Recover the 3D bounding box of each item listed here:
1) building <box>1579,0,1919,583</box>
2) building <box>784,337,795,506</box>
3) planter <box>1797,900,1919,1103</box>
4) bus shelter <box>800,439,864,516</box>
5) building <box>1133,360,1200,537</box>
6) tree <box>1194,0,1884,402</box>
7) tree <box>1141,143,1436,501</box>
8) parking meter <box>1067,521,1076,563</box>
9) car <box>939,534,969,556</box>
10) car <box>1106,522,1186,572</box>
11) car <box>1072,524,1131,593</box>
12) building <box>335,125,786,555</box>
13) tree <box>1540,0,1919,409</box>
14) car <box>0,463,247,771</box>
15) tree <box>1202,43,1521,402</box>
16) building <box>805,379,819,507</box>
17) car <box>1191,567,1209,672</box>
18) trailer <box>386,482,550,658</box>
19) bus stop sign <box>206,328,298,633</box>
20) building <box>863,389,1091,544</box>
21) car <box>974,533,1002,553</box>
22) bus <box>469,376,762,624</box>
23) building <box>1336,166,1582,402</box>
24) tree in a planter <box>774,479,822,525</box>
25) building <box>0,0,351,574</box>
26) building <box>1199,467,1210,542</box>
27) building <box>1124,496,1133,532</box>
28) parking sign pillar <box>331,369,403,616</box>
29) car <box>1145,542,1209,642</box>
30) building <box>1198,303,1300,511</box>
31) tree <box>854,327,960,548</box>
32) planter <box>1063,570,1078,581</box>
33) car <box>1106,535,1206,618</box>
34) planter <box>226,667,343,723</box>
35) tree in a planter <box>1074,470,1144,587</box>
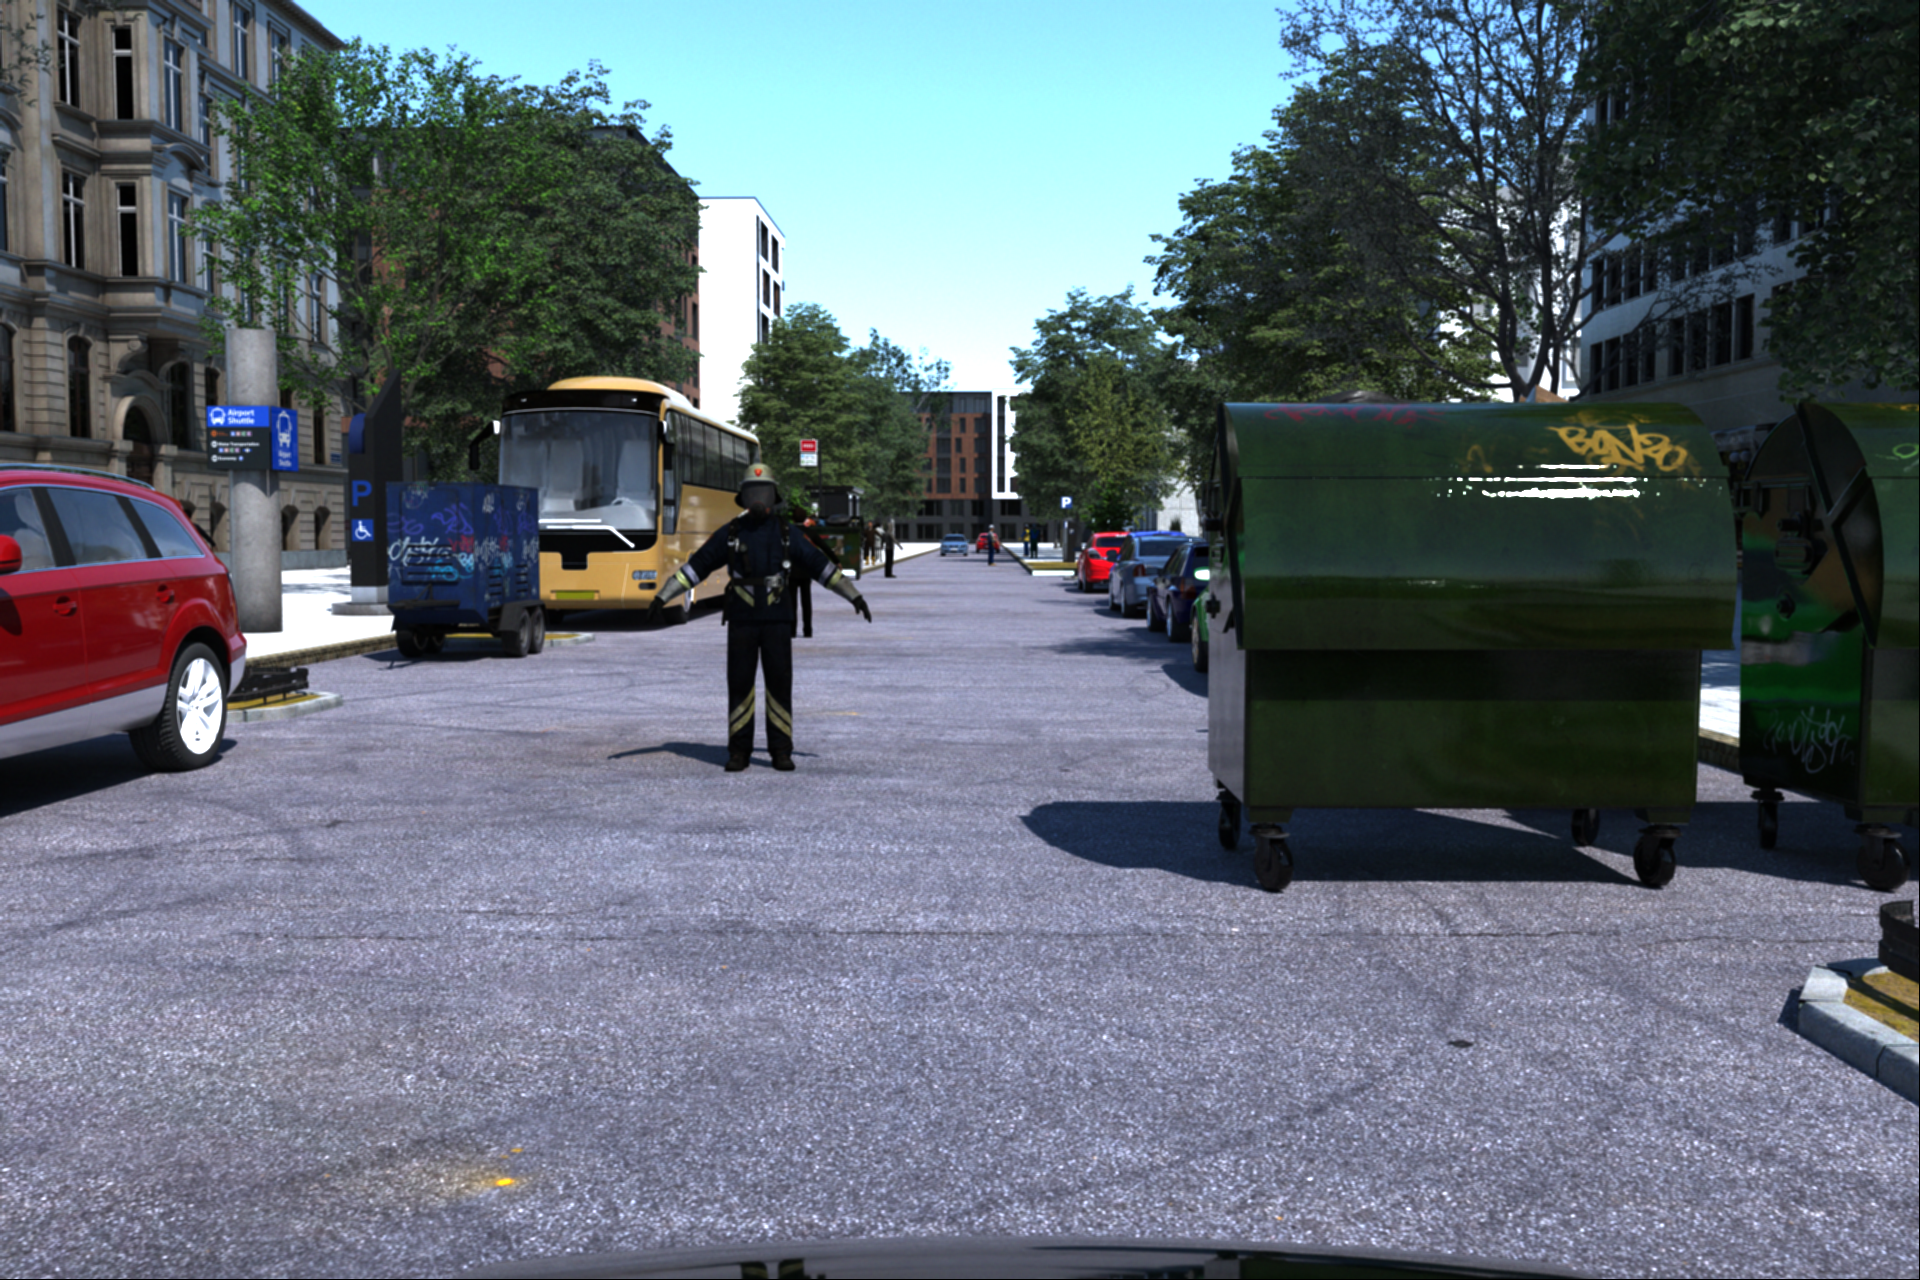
[{"bbox_3d":[29.749,-14.458,38.553,24.374,26.755,37.873,0,4,1],"label":"building"},{"bbox_3d":[-22.451,-18.613,135.244,19.493,23.208,18.063,0,4,2],"label":"building"},{"bbox_3d":[3.408,1.012,4.598,1.991,0.319,1.994,0,3,0],"label":"planter"},{"bbox_3d":[-5.617,-6.012,75.929,2.179,5.291,8.768,0,4,1],"label":"bus shelter"},{"bbox_3d":[28.071,-19.464,184.695,16.747,18.905,31.486,0,4,1],"label":"building"},{"bbox_3d":[9.433,-7.219,28.405,12.009,13.543,11.850,0,3,0],"label":"tree"},{"bbox_3d":[10.427,-9.095,55.356,9.857,13.997,8.962,0,3,0],"label":"tree"},{"bbox_3d":[4.995,-4.382,77.360,0.399,1.863,0.255,0,4,1],"label":"parking meter"},{"bbox_3d":[-0.359,-6.228,113.831,2.014,1.417,4.499,0,4,1],"label":"car"},{"bbox_3d":[3.976,-1.577,35.376,1.945,1.707,3.694,0,4,1],"label":"car"},{"bbox_3d":[3.912,-2.104,43.445,2.155,1.783,4.494,0,4,1],"label":"car"},{"bbox_3d":[-26.370,-15.871,103.472,27.936,21.610,32.646,0,4,2],"label":"building"},{"bbox_3d":[9.314,-6.584,14.297,9.857,13.997,8.962,0,3,0],"label":"tree"},{"bbox_3d":[-5.656,-0.023,9.054,2.281,1.827,5.304,0,4,1],"label":"car"},{"bbox_3d":[9.229,-7.524,41.142,7.486,12.596,7.792,0,3,0],"label":"tree"},{"bbox_3d":[-24.550,-20.071,194.623,16.747,18.905,31.486,0,4,1],"label":"building"},{"bbox_3d":[3.290,-0.477,16.597,1.959,1.807,4.718,0,4,1],"label":"car"},{"bbox_3d":[-5.771,-0.773,19.688,1.471,1.999,3.904,0,4,1],"label":"trailer"},{"bbox_3d":[-9.191,-2.051,22.551,0.837,3.901,0.837,0,4,2],"label":"bus stop sign"},{"bbox_3d":[2.273,-25.085,256.568,32.646,21.610,27.936,0,4,0],"label":"building"},{"bbox_3d":[2.125,-7.554,132.547,2.155,1.783,4.494,0,3,0],"label":"car"},{"bbox_3d":[-5.499,-2.398,30.749,2.896,3.916,12.252,0,4,1],"label":"bus"},{"bbox_3d":[25.808,-14.631,95.631,16.016,20.090,11.380,0,4,1],"label":"building"},{"bbox_3d":[-5.350,-3.620,56.409,1.991,3.239,1.994,0,4,1],"label":"tree in a planter"},{"bbox_3d":[-28.699,-14.021,48.329,14.460,24.649,34.723,0,4,1],"label":"building"},{"bbox_3d":[21.794,-10.459,113.147,9.099,9.664,28.070,0,4,1],"label":"building"},{"bbox_3d":[24.942,-17.377,226.264,9.099,9.664,28.070,0,4,1],"label":"building"},{"bbox_3d":[-9.328,-2.399,27.690,1.447,3.967,1.447,0,4,2],"label":"parking sign pillar"},{"bbox_3d":[3.623,-0.715,24.273,1.945,1.354,3.894,0,3,0],"label":"car"},{"bbox_3d":[24.969,-17.502,142.576,16.016,20.090,11.380,0,4,1],"label":"building"},{"bbox_3d":[-6.018,-18.449,157.523,12.611,20.169,13.585,0,3,0],"label":"tree"},{"bbox_3d":[4.243,-2.026,54.264,1.991,0.319,1.994,0,4,1],"label":"planter"},{"bbox_3d":[3.659,-1.160,30.963,2.014,1.417,4.499,0,4,0],"label":"car"},{"bbox_3d":[-6.154,0.437,13.990,1.991,0.319,1.994,0,4,2],"label":"planter"},{"bbox_3d":[4.181,-3.115,48.149,1.991,3.239,1.994,0,4,1],"label":"tree in a planter"}]
